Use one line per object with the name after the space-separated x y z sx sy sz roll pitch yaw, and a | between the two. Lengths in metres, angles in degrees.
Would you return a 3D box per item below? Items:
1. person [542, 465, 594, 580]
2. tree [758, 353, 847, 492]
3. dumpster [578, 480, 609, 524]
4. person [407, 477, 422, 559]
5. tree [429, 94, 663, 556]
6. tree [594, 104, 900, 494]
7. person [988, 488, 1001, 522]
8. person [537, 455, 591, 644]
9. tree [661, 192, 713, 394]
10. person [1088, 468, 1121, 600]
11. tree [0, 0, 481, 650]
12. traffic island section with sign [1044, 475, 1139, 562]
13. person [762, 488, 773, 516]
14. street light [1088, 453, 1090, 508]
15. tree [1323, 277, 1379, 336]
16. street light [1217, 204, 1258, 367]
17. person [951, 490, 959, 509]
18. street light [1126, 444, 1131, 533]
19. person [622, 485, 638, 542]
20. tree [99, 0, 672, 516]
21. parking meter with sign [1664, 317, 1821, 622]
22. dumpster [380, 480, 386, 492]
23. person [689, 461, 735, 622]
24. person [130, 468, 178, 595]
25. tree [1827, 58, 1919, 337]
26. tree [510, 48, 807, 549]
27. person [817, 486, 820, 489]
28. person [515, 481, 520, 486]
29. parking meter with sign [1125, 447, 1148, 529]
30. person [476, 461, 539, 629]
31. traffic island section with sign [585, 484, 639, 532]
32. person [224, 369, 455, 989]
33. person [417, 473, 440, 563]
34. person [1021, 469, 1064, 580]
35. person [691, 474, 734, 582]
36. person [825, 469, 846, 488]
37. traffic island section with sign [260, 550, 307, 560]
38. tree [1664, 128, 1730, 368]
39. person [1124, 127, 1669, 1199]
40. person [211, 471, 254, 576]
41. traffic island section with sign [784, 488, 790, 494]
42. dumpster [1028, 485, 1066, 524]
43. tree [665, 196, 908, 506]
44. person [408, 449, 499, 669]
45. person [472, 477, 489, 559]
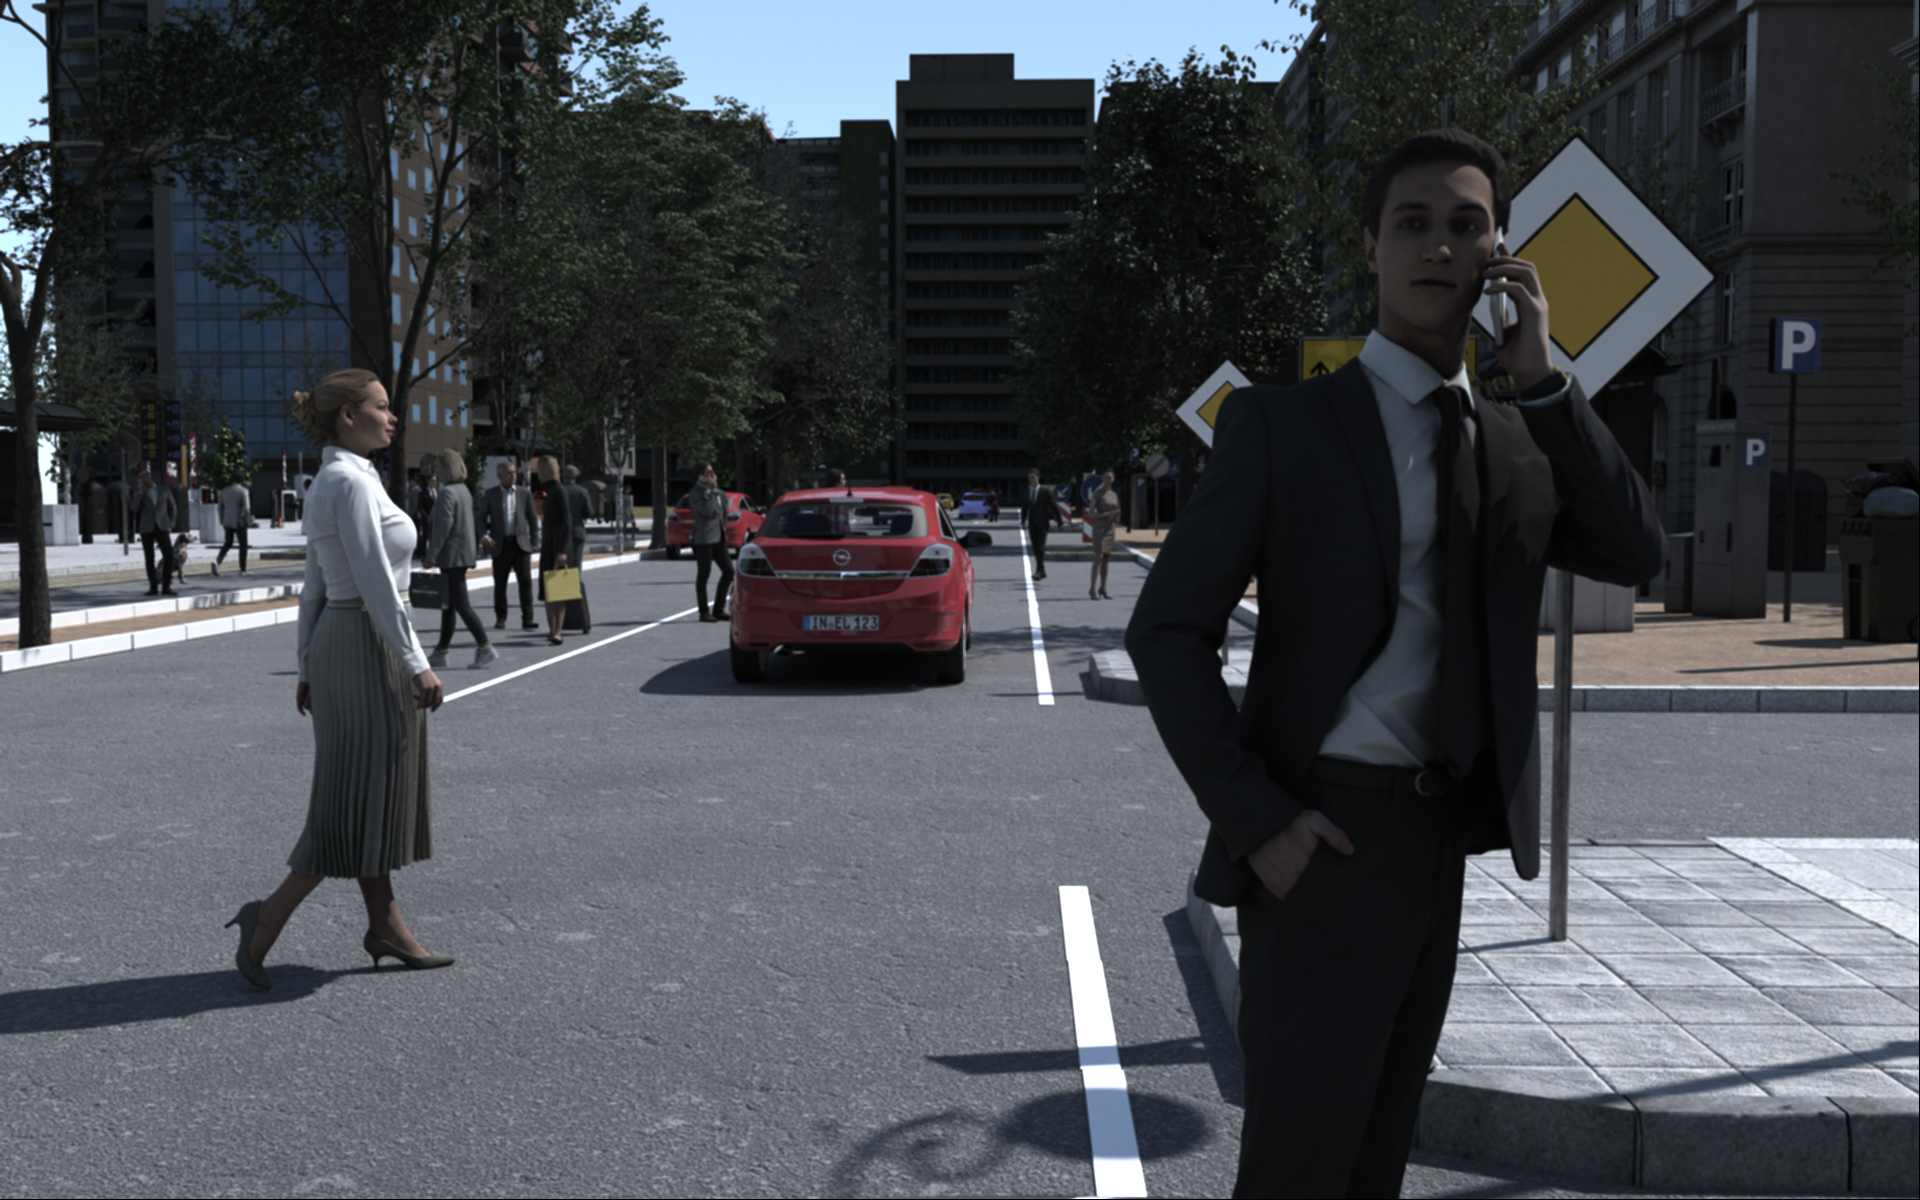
-5.048 -0.836 22.345 0.661 1.801 0.590 -1 4 -10 | person
-6.974 -7.370 73.311 4.360 8.622 3.978 0 3 0 | tree
-15.834 -4.198 74.401 1.264 1.857 1.865 0 4 2 | dumpster
-12.067 -1.807 38.231 0.473 1.802 0.592 1 4 9 | person
-7.966 -4.828 31.765 4.360 8.622 3.978 0 3 0 | tree
-6.957 -8.667 54.527 12.009 13.543 11.850 0 3 0 | tree
1.784 -4.903 89.460 0.445 1.727 0.742 2 4 30 | person
-3.891 -0.506 16.995 0.699 1.804 1.509 0 4 4 | person
-7.650 -5.262 38.849 4.360 8.622 3.978 0 3 0 | tree
1.978 -0.903 23.612 0.599 1.781 0.374 -3 5 -40 | person
-8.224 -4.809 15.501 8.767 10.594 7.601 0 4 2 | tree
2.825 -1.770 37.570 1.989 1.847 2.006 0 4 2 | traffic island section with sign
-9.072 -4.570 82.992 0.755 1.850 0.659 -1 4 -20 | person
6.480 -6.958 86.545 0.468 5.910 1.993 0 4 2 | street light
13.119 -6.580 57.952 4.360 8.622 3.978 0 3 0 | tree
4.464 -3.378 28.014 0.468 5.910 1.993 0 4 2 | street light
-0.484 -9.459 163.295 0.705 1.807 1.348 -3 4 -37 | person
5.597 -5.167 57.275 0.468 5.910 1.993 0 4 2 | street light
-9.930 -2.582 51.715 0.522 1.701 0.512 1 4 17 | person
-7.974 -5.880 24.356 9.928 11.665 9.643 0 3 0 | tree
8.050 -1.332 18.032 0.543 3.016 1.738 -1 4 -16 | parking meter with sign
-19.244 -3.201 54.824 1.502 2.255 1.985 0 4 2 | dumpster
-2.773 -0.657 19.426 0.473 1.802 0.592 3 4 37 | person
-11.409 -0.971 24.555 0.592 1.802 0.473 -1 4 -11 | person
15.002 -4.577 25.190 4.737 8.622 4.395 0 3 0 | tree
-7.868 -7.594 44.751 7.486 12.596 7.792 0 3 0 | tree
-6.775 -4.527 82.505 0.713 1.824 0.794 2 4 31 | person
-13.730 -2.762 53.429 0.659 1.850 0.755 0 4 3 | person
6.553 -4.126 63.713 0.543 3.016 1.738 -1 4 -9 | parking meter with sign
-4.743 -0.576 18.315 0.661 1.777 0.834 -2 4 -32 | person
-13.243 -3.481 65.544 1.989 1.847 2.006 0 4 2 | traffic island section with sign
-1.825 0.224 5.071 0.641 1.798 0.478 -1 4 -18 | person
-10.719 -1.652 35.288 0.755 1.850 0.659 3 4 37 | person
1.282 -1.256 28.810 0.659 1.850 0.755 2 4 30 | person
-3.978 -1.169 28.014 0.661 1.777 0.834 -3 5 -44 | person
-1.503 -0.650 19.962 0.643 1.720 0.563 -3 5 -42 | person
-14.134 -1.820 38.383 1.989 1.847 2.006 0 4 2 | traffic island section with sign
12.964 -5.128 34.200 4.737 8.622 4.395 0 3 0 | tree
0.579 0.342 2.264 0.648 1.900 0.474 -3 4 -36 | person
-12.712 -1.342 30.285 0.661 1.843 0.795 1 4 18 | person
-11.603 -6.541 115.574 1.989 1.847 2.006 0 4 2 | traffic island section with sign
4.113 -4.485 81.551 1.865 1.857 1.264 0 4 0 | dumpster
-6.910 -8.942 65.671 9.611 12.733 9.660 0 3 0 | tree
-4.167 -0.337 14.197 0.728 1.800 0.709 0 4 6 | person
-10.679 -1.805 38.200 0.526 1.800 0.537 -1 4 -8 | person
